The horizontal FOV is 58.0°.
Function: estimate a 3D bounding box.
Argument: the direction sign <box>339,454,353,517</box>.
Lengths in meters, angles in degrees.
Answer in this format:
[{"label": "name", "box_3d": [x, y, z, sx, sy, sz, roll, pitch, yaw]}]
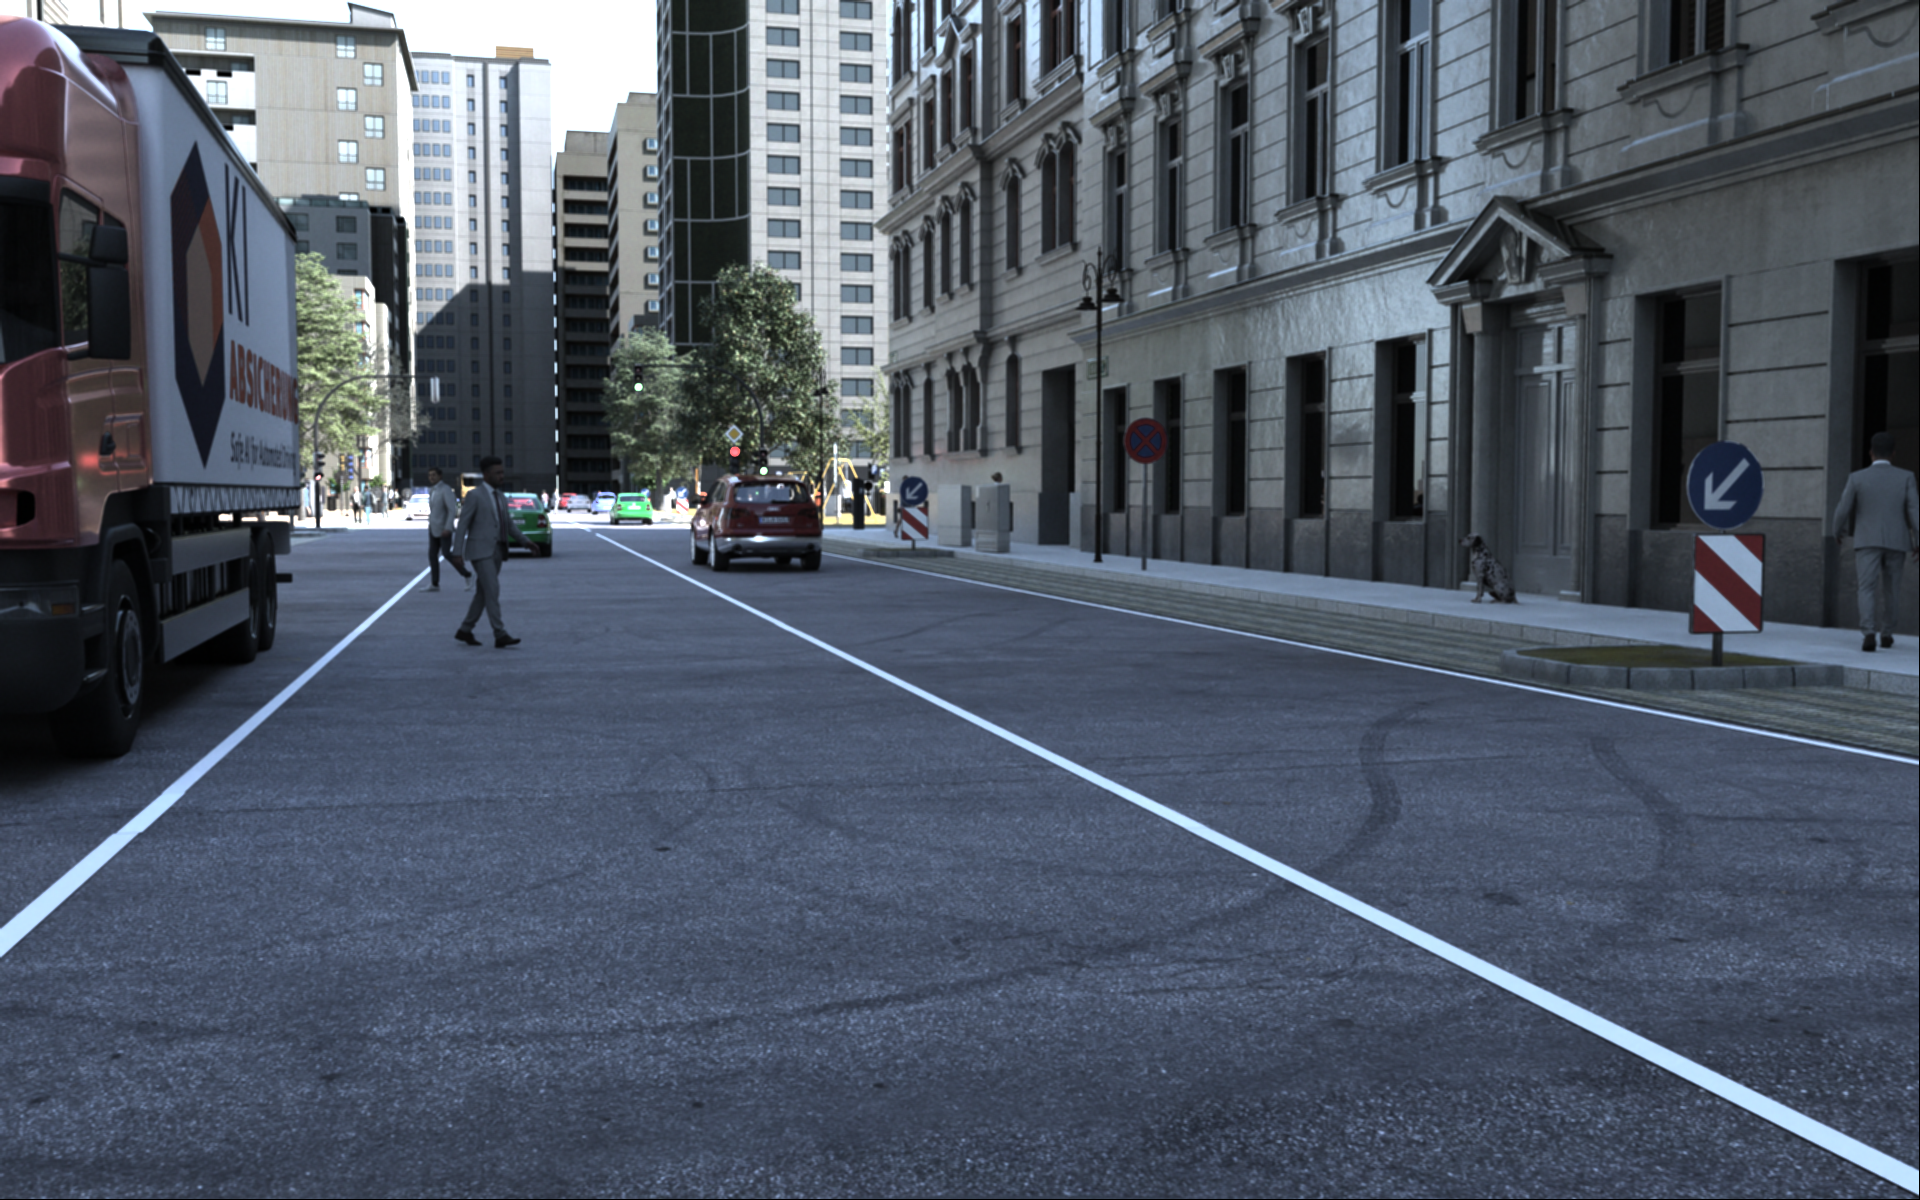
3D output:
[{"label": "direction sign", "box_3d": [-34.437, -6.436, 97.231, 0.379, 3.537, 0.876, 2, 4, 35]}]

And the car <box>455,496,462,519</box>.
[{"label": "car", "box_3d": [-30.085, -5.582, 101.047, 2.009, 1.686, 4.222, -1, 4, -14]}]

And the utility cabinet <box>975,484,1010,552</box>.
[{"label": "utility cabinet", "box_3d": [0.702, -1.797, 38.054, 0.318, 1.500, 1.173, -2, 4, -24]}]

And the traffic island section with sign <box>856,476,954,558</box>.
[{"label": "traffic island section with sign", "box_3d": [-1.323, -1.898, 39.660, 1.989, 1.847, 2.006, -1, 4, -14]}]

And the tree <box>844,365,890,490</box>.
[{"label": "tree", "box_3d": [-4.016, -8.913, 96.096, 4.737, 8.622, 4.395, 0, 3, 0]}]

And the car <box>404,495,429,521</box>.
[{"label": "car", "box_3d": [-29.354, -5.044, 94.837, 2.083, 1.381, 4.827, -1, 4, -16]}]

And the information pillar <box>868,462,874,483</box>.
[{"label": "information pillar", "box_3d": [-6.444, -8.236, 126.010, 0.504, 3.616, 0.183, 1, 4, 14]}]

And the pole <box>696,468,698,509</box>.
[{"label": "pole", "box_3d": [-20.911, -8.793, 137.614, 0.158, 3.312, 0.155, 0, 3, 0]}]

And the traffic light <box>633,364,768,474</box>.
[{"label": "traffic light", "box_3d": [-9.096, -5.290, 61.162, 4.771, 5.953, 1.251, -1, 4, -14]}]

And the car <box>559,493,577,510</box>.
[{"label": "car", "box_3d": [-34.656, -8.845, 153.651, 2.155, 1.783, 4.494, -1, 4, -13]}]

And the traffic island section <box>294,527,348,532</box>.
[{"label": "traffic island section", "box_3d": [-24.384, -2.659, 65.755, 2.009, 0.180, 2.903, -1, 4, -14]}]

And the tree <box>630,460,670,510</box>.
[{"label": "tree", "box_3d": [-25.932, -9.883, 145.303, 4.285, 4.588, 4.351, 0, 3, 0]}]

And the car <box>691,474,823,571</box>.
[{"label": "car", "box_3d": [-4.041, -1.541, 33.867, 2.281, 1.827, 5.304, -1, 4, -15]}]

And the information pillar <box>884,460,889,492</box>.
[{"label": "information pillar", "box_3d": [-5.050, -7.851, 119.724, 0.183, 3.616, 0.504, 3, 4, 38]}]

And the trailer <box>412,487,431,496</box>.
[{"label": "trailer", "box_3d": [-42.139, -7.826, 135.009, 1.471, 1.999, 3.904, -1, 4, -14]}]

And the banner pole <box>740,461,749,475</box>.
[{"label": "banner pole", "box_3d": [-15.083, -8.056, 121.733, 0.863, 3.779, 0.401, 0, 4, 3]}]

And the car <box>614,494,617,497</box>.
[{"label": "car", "box_3d": [-31.691, -9.005, 157.021, 2.009, 1.686, 4.222, -1, 4, -14]}]

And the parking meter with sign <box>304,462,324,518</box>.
[{"label": "parking meter with sign", "box_3d": [-35.007, -5.942, 93.419, 0.543, 3.016, 1.738, 1, 4, 12]}]

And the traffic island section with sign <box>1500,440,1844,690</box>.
[{"label": "traffic island section with sign", "box_3d": [5.374, -0.301, 13.547, 1.989, 1.847, 2.006, -1, 4, -14]}]

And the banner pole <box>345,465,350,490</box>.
[{"label": "banner pole", "box_3d": [-46.831, -8.666, 131.702, 0.863, 3.779, 0.401, -2, 4, -30]}]

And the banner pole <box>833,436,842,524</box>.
[{"label": "banner pole", "box_3d": [-5.287, -5.139, 74.038, 0.401, 3.779, 0.863, 1, 4, 9]}]

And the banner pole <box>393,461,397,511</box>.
[{"label": "banner pole", "box_3d": [-43.357, -8.725, 132.677, 0.401, 3.779, 0.863, -1, 4, -16]}]

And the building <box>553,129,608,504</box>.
[{"label": "building", "box_3d": [-44.055, -37.403, 235.237, 21.600, 48.544, 21.300, -1, 4, -14]}]

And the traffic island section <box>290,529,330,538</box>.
[{"label": "traffic island section", "box_3d": [-22.397, -2.186, 58.020, 2.009, 0.180, 2.903, -1, 4, -14]}]

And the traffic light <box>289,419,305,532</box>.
[{"label": "traffic light", "box_3d": [-22.355, -4.219, 57.896, 0.839, 4.253, 0.868, -1, 4, -14]}]

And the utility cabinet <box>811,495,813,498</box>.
[{"label": "utility cabinet", "box_3d": [-9.161, -5.568, 102.202, 1.020, 1.237, 0.306, -2, 4, -32]}]

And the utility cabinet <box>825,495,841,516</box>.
[{"label": "utility cabinet", "box_3d": [-7.305, -5.405, 99.541, 1.020, 1.237, 0.306, 3, 5, 42]}]

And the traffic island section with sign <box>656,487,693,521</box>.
[{"label": "traffic island section with sign", "box_3d": [-15.173, -5.191, 93.505, 1.989, 1.847, 2.006, -1, 4, -14]}]

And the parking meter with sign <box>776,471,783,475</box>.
[{"label": "parking meter with sign", "box_3d": [-14.005, -8.307, 132.084, 0.543, 3.016, 1.738, 1, 4, 9]}]

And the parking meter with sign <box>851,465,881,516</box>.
[{"label": "parking meter with sign", "box_3d": [-5.706, -6.565, 103.602, 1.738, 3.016, 0.543, -3, 5, -44]}]

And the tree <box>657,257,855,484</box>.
[{"label": "tree", "box_3d": [-9.910, -10.213, 83.992, 9.611, 12.733, 9.660, 0, 3, 0]}]

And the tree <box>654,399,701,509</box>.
[{"label": "tree", "box_3d": [-16.055, -9.443, 104.757, 4.360, 8.622, 3.978, 0, 3, 0]}]

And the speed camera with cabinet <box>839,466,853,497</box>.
[{"label": "speed camera with cabinet", "box_3d": [-7.606, -7.880, 123.177, 2.038, 3.252, 0.660, -3, 4, -38]}]

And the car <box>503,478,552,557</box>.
[{"label": "car", "box_3d": [-10.560, -1.945, 40.591, 1.959, 1.807, 4.718, -1, 4, -16]}]

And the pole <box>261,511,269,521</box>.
[{"label": "pole", "box_3d": [-30.571, -5.022, 75.947, 0.158, 3.312, 0.155, 0, 3, 0]}]

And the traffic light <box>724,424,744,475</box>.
[{"label": "traffic light", "box_3d": [-9.080, -4.932, 69.554, 0.839, 4.253, 0.868, -1, 4, -14]}]

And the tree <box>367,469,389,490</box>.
[{"label": "tree", "box_3d": [-44.917, -8.508, 133.715, 1.663, 3.219, 1.824, 0, 3, 0]}]

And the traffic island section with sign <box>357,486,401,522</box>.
[{"label": "traffic island section with sign", "box_3d": [-30.289, -4.975, 89.976, 1.989, 1.847, 2.006, -1, 4, -14]}]

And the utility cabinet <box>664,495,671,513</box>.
[{"label": "utility cabinet", "box_3d": [-20.351, -6.679, 120.359, 0.306, 1.237, 1.020, 0, 4, 2]}]

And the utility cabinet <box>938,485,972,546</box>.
[{"label": "utility cabinet", "box_3d": [-0.123, -2.068, 42.498, 0.318, 1.500, 1.173, -2, 4, -30]}]

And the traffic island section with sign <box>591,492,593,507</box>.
[{"label": "traffic island section with sign", "box_3d": [-41.136, -11.372, 194.553, 1.989, 1.847, 2.006, -1, 4, -14]}]

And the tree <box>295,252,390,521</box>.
[{"label": "tree", "box_3d": [-30.628, -9.943, 80.687, 7.486, 12.596, 7.792, 0, 3, 0]}]

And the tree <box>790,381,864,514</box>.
[{"label": "tree", "box_3d": [-8.461, -9.767, 110.055, 4.360, 8.622, 3.978, 0, 3, 0]}]

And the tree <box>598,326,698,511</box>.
[{"label": "tree", "box_3d": [-22.631, -13.692, 130.524, 9.857, 13.997, 8.962, 0, 3, 0]}]

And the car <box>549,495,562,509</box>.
[{"label": "car", "box_3d": [-37.781, -9.270, 163.930, 2.083, 1.381, 4.827, -1, 4, -16]}]

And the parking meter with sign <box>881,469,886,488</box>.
[{"label": "parking meter with sign", "box_3d": [-5.861, -7.458, 118.206, 0.543, 3.016, 1.738, 3, 5, 44]}]

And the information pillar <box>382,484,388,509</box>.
[{"label": "information pillar", "box_3d": [-43.338, -7.707, 130.501, 0.304, 2.012, 0.304, 3, 5, 45]}]

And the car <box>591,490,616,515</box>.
[{"label": "car", "box_3d": [-24.577, -6.752, 119.989, 1.945, 1.707, 3.694, -1, 4, -16]}]

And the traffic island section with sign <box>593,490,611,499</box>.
[{"label": "traffic island section with sign", "box_3d": [-34.424, -9.775, 168.443, 1.989, 1.847, 2.006, -1, 4, -14]}]

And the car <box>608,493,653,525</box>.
[{"label": "car", "box_3d": [-15.321, -4.390, 80.573, 1.959, 1.807, 4.718, -1, 4, -15]}]

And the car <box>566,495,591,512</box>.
[{"label": "car", "box_3d": [-30.102, -7.616, 136.879, 2.083, 1.381, 4.827, -1, 4, -13]}]

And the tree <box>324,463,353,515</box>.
[{"label": "tree", "box_3d": [-38.511, -6.889, 107.240, 1.663, 3.219, 1.824, 0, 3, 0]}]

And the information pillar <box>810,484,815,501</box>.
[{"label": "information pillar", "box_3d": [-10.314, -7.123, 120.956, 0.304, 2.012, 0.304, 0, 4, 8]}]

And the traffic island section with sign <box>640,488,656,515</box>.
[{"label": "traffic island section with sign", "box_3d": [-21.936, -6.802, 119.844, 1.989, 1.847, 2.006, -1, 4, -14]}]

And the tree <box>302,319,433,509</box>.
[{"label": "tree", "box_3d": [-42.371, -12.924, 121.675, 12.009, 13.543, 11.850, 0, 3, 0]}]

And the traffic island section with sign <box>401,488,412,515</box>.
[{"label": "traffic island section with sign", "box_3d": [-36.998, -6.572, 116.087, 1.989, 1.847, 2.006, -1, 4, -14]}]

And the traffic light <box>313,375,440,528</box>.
[{"label": "traffic light", "box_3d": [-22.338, -5.597, 66.182, 4.771, 5.953, 1.251, -1, 4, -14]}]

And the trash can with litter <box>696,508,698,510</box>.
[{"label": "trash can with litter", "box_3d": [-19.062, -7.267, 129.875, 2.233, 1.210, 1.678, 3, 5, 44]}]
